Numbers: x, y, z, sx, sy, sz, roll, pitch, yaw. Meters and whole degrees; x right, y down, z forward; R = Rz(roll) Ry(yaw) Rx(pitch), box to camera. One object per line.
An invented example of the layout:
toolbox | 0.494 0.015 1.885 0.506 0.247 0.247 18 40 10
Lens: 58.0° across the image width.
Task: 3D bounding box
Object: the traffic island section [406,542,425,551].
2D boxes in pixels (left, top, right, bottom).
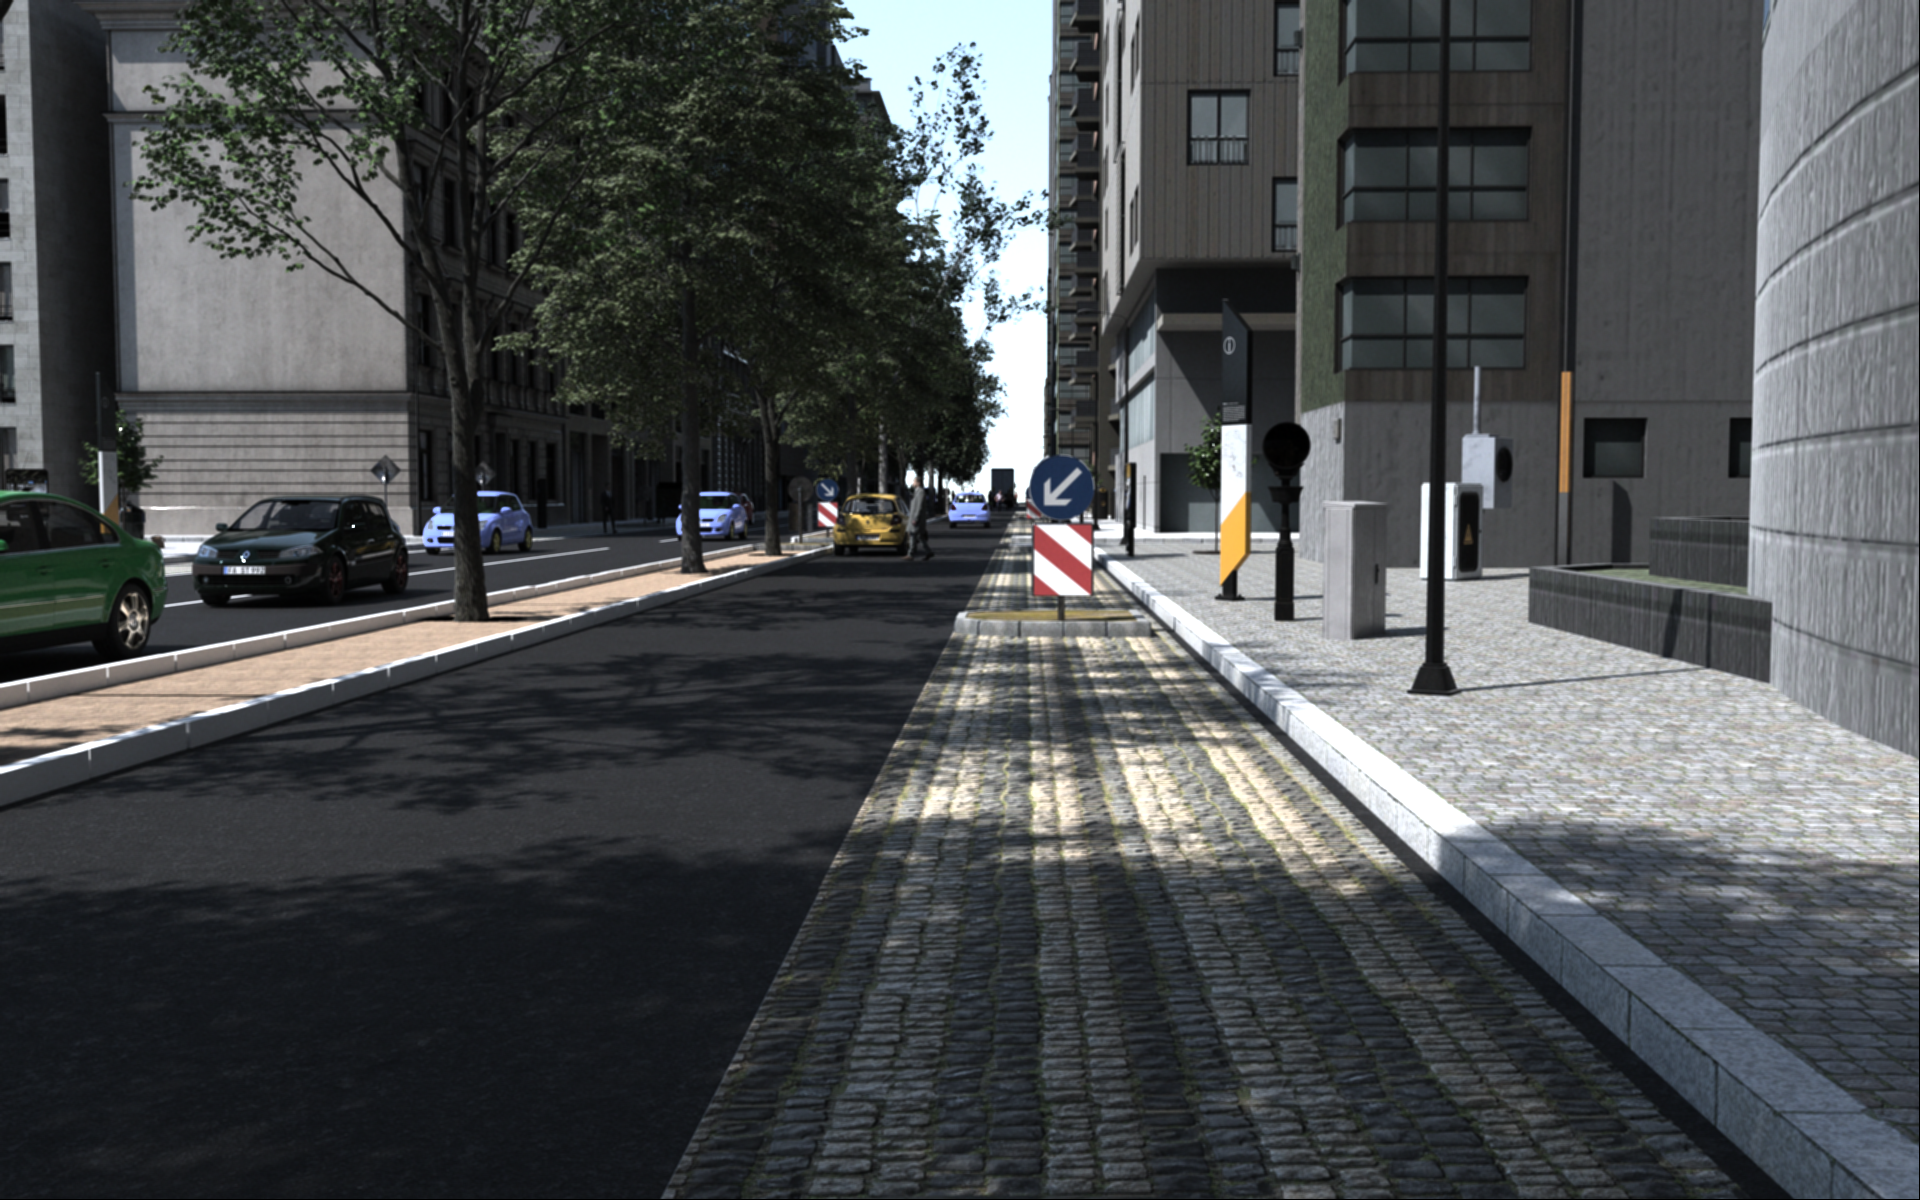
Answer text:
traffic island section | -14.748 -1.358 44.492 2.009 0.180 2.903 0 4 2

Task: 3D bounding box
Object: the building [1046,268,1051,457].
building | 18.095 -27.522 221.687 14.160 30.474 14.107 0 4 2

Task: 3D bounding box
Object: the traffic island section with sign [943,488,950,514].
traffic island section with sign | -1.064 -7.259 126.818 2.006 1.907 1.989 0 4 2

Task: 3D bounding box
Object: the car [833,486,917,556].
car | -1.987 -1.923 41.669 2.015 1.641 3.980 0 4 4

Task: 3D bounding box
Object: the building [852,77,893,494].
building | -23.494 -38.850 224.439 28.713 52.752 27.495 0 4 2

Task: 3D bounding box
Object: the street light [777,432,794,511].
street light | -12.976 -9.556 128.783 1.470 5.913 1.316 0 4 2

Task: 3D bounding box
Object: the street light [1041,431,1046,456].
street light | 6.850 -9.432 126.755 1.470 5.913 1.316 0 4 2

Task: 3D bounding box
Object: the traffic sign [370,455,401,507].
traffic sign | -14.725 -2.495 44.429 0.795 2.450 0.064 0 4 2

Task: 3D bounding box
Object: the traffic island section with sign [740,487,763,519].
traffic island section with sign | -12.612 -5.681 101.505 1.989 1.847 2.006 0 4 2

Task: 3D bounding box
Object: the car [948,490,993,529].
car | 0.431 -3.900 73.362 1.945 1.707 3.694 0 4 2

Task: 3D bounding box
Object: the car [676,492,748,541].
car | -7.720 -2.717 54.011 1.945 1.707 3.694 0 4 3

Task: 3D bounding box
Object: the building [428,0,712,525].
building | -25.476 -17.415 89.248 19.350 26.468 34.151 0 4 2

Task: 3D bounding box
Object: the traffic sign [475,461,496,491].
traffic sign | -14.425 -2.983 52.409 0.795 2.450 0.064 0 4 2

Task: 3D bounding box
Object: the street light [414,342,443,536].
street light | -15.895 -4.890 52.496 1.470 5.913 1.316 0 4 2

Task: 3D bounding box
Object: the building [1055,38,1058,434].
building | 19.983 -32.954 158.413 23.786 49.044 30.456 0 4 2

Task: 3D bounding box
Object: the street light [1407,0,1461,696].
street light | 2.521 -2.354 11.033 1.470 5.913 1.316 0 4 2

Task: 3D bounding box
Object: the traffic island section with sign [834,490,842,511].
traffic island section with sign | -10.716 -8.763 151.905 1.989 1.847 2.006 0 4 2

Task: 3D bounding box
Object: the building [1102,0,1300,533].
building | 19.064 -29.165 66.085 27.495 52.752 28.713 0 4 2

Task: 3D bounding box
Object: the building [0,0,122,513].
building | -36.020 -12.406 57.590 16.860 20.320 10.420 0 4 2

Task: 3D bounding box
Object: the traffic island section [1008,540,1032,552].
traffic island section | 2.231 -1.319 43.852 2.009 0.180 2.903 0 4 2

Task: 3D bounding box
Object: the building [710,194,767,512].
building | -19.547 -17.652 117.488 11.050 23.489 19.941 0 4 2

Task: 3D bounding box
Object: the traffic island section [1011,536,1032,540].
traffic island section | 2.531 -1.807 51.831 2.009 0.180 2.903 0 4 2

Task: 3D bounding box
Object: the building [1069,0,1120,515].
building | 18.284 -27.935 111.369 22.147 44.769 28.867 0 4 2

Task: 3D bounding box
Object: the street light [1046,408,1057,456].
street light | 5.577 -7.433 94.066 1.470 5.913 1.316 0 4 2

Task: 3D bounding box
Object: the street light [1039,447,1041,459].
street light | 7.230 -10.130 138.161 1.470 5.913 1.316 0 4 2

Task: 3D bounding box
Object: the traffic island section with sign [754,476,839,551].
traffic island section with sign | -4.163 -2.214 44.330 2.006 1.907 1.989 0 4 2

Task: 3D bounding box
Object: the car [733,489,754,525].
car | -10.602 -4.306 79.450 2.155 1.783 4.494 0 4 3

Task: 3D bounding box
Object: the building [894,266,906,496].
building | -16.105 -36.213 275.684 14.154 41.232 14.086 0 4 2

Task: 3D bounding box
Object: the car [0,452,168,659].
car | -8.120 -0.301 13.721 1.959 1.807 4.718 0 4 2

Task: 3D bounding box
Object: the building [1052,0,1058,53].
building | 20.396 -39.475 187.408 21.231 58.520 28.212 0 4 2

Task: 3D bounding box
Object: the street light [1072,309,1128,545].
street light | 3.656 -4.350 43.669 1.470 5.913 1.316 0 4 2

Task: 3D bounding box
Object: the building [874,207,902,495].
building | -19.882 -36.625 253.448 22.147 44.769 28.867 0 4 2

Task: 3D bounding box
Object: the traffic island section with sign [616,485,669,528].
traffic island section with sign | -13.626 -4.033 74.569 1.989 1.847 2.006 0 4 2

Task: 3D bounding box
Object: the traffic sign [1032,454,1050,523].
traffic sign | 2.207 -2.455 43.775 0.795 2.450 0.064 0 4 2

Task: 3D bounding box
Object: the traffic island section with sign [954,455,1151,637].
traffic island section with sign | 0.948 -0.585 18.185 1.989 1.847 2.006 0 4 2

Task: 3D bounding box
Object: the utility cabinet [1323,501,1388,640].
utility cabinet | 3.589 -0.277 15.689 0.306 1.237 1.020 2 4 30

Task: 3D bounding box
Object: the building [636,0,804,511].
building | -19.945 -29.613 134.291 14.600 45.320 14.200 0 4 2

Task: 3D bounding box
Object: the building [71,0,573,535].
building | -21.319 -12.092 62.331 10.561 19.102 19.286 0 4 2

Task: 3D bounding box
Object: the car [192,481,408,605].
car | -8.920 -0.848 23.656 2.009 1.686 4.222 0 4 0

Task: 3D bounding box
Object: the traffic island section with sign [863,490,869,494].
traffic island section with sign | -9.691 -10.445 179.399 1.989 1.847 2.006 0 4 2

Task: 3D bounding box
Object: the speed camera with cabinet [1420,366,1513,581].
speed camera with cabinet | 7.709 -1.952 26.258 0.660 3.252 2.038 3 5 41

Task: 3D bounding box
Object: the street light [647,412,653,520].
street light | -14.642 -6.859 84.689 1.470 5.913 1.316 0 4 2

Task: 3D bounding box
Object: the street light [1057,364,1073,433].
street light | 4.319 -5.464 61.873 1.470 5.913 1.316 0 4 2

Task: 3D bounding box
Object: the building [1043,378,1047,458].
building | 27.020 -26.086 271.549 27.650 21.520 28.899 0 4 2

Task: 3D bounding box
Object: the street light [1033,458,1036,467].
street light | 9.615 -14.079 202.734 1.470 5.913 1.316 0 4 2

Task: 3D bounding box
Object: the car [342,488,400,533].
car | -12.050 -1.418 32.979 2.009 1.686 4.222 0 4 1

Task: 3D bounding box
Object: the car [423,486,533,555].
car | -11.708 -1.990 42.121 1.945 1.707 3.694 0 4 4

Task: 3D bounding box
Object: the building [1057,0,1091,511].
building | 14.656 -27.686 136.266 14.154 41.232 14.086 0 4 2

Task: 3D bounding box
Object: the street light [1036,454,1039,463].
street light | 8.456 -12.099 170.355 1.470 5.913 1.316 0 4 2

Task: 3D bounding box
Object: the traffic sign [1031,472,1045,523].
traffic sign | 2.507 -2.943 51.755 0.795 2.450 0.064 0 4 2

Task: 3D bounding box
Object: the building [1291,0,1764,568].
building | 13.913 -16.149 35.737 14.160 30.474 14.107 0 4 2

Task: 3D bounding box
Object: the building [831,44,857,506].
building | -22.423 -34.074 180.815 21.300 48.544 21.600 0 4 2

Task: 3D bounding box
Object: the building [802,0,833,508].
building | -23.496 -37.505 155.202 21.231 58.520 28.212 0 4 2

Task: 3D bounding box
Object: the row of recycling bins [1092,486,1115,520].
row of recycling bins | 8.370 -4.887 87.012 3.534 1.692 1.069 1 4 13

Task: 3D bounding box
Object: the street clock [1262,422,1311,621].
street clock | 3.290 -0.792 17.519 0.471 2.002 0.358 0 4 8

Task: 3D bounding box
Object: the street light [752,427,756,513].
street light | -13.457 -8.828 116.884 1.470 5.913 1.316 0 4 2
